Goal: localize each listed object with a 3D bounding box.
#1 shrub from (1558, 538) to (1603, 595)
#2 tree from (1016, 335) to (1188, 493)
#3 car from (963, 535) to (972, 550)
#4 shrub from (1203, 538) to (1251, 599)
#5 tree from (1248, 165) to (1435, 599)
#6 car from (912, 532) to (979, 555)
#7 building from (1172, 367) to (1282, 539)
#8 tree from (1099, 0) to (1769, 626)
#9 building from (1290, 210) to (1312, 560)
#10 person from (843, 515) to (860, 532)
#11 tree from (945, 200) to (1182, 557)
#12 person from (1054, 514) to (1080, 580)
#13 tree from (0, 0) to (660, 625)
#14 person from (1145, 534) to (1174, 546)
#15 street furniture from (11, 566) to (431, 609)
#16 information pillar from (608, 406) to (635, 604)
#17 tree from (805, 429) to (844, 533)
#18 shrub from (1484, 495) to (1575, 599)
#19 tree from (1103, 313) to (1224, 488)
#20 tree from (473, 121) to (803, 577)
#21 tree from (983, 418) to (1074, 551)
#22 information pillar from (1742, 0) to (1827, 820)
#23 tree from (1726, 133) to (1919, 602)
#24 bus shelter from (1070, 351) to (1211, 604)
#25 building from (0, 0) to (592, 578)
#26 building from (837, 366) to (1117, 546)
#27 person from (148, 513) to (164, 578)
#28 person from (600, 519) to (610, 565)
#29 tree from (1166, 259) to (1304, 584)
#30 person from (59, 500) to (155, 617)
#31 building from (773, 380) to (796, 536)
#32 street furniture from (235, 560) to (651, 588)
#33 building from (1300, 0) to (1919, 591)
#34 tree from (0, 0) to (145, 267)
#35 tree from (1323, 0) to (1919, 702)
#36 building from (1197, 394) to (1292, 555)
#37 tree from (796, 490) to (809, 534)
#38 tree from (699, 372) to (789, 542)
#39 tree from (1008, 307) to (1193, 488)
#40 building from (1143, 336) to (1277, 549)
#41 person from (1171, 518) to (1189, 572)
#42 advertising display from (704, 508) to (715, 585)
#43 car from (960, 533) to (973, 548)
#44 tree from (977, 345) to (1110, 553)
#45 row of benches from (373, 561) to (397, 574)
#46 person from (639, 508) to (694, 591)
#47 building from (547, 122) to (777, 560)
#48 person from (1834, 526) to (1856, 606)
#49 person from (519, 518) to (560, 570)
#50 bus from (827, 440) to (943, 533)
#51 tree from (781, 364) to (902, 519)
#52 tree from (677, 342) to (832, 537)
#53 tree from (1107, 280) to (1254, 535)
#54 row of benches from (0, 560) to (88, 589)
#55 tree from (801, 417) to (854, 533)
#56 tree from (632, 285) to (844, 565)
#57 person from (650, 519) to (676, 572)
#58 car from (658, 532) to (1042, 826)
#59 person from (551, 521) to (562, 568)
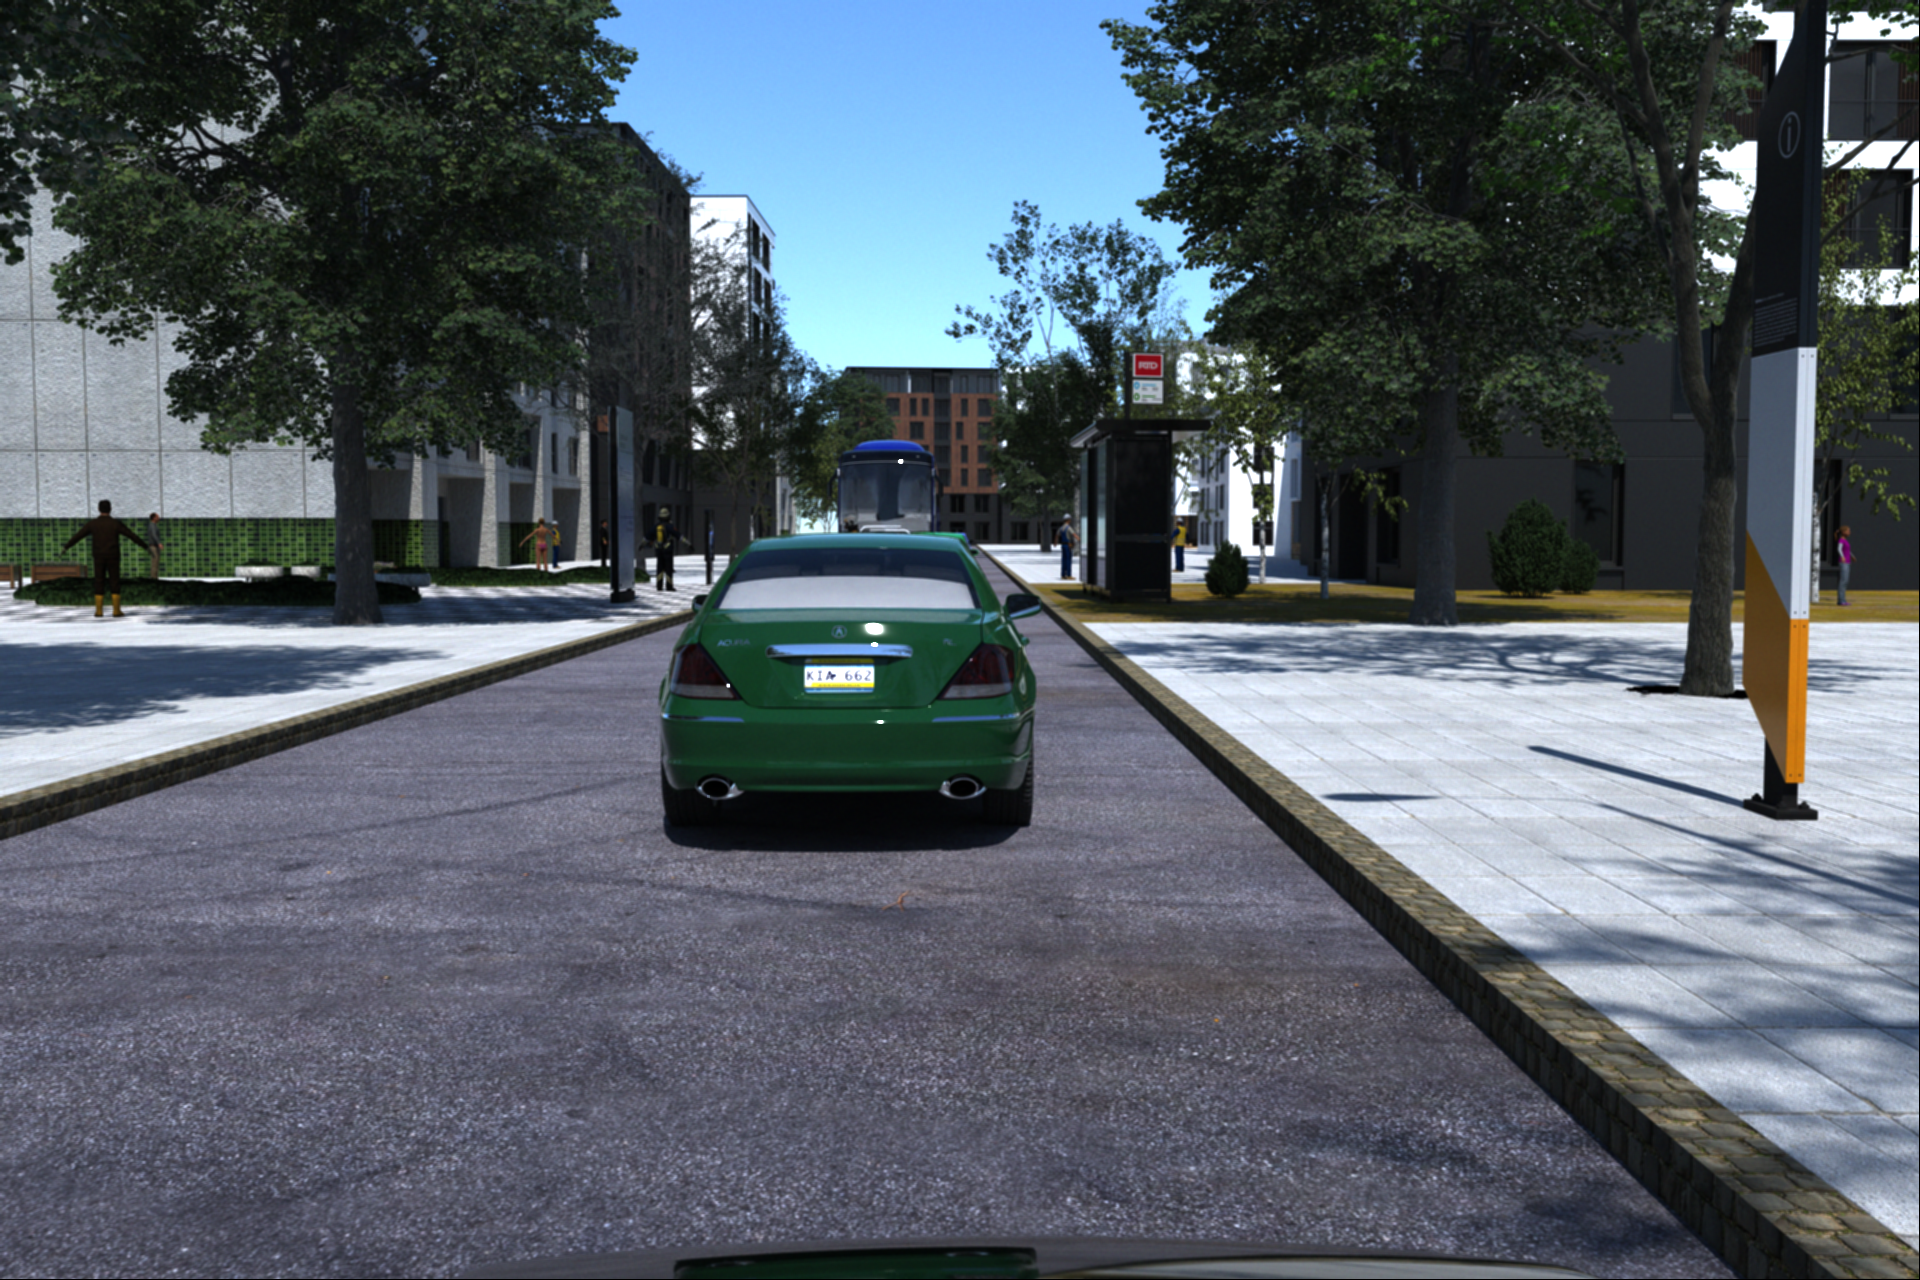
[{"bbox_3d":[13.122,-1.572,36.823,1.383,1.207,1.383,0,3,0],"label":"shrub"},{"bbox_3d":[6.545,-8.935,80.506,8.767,10.594,7.601,1,4,11],"label":"tree"},{"bbox_3d":[-0.345,-4.778,90.123,2.014,1.417,4.499,0,4,-1],"label":"car"},{"bbox_3d":[5.333,-1.434,34.562,1.383,1.207,1.383,0,3,0],"label":"shrub"},{"bbox_3d":[7.292,-5.104,33.808,4.737,8.622,4.395,0,3,0],"label":"tree"},{"bbox_3d":[-0.559,-1.717,36.868,1.959,1.807,4.718,0,4,-1],"label":"car"},{"bbox_3d":[26.175,-20.141,185.727,16.016,20.090,11.380,0,3,0],"label":"building"},{"bbox_3d":[6.791,-7.198,24.342,9.857,13.997,8.962,0,3,0],"label":"tree"},{"bbox_3d":[21.806,-14.058,86.266,16.016,20.090,11.380,0,4,0],"label":"building"},{"bbox_3d":[-2.474,-1.889,39.110,0.705,1.858,1.354,0,4,-6],"label":"person"},{"bbox_3d":[5.808,-14.849,98.663,12.611,20.169,13.585,0,3,0],"label":"tree"},{"bbox_3d":[3.020,-2.612,48.566,0.705,1.847,1.347,-3,4,-36],"label":"person"},{"bbox_3d":[-8.593,-7.200,24.375,9.857,13.997,8.962,0,3,0],"label":"tree"},{"bbox_3d":[6.130,-2.936,54.127,1.347,1.817,0.704,-3,4,-38],"label":"person"},{"bbox_3d":[-14.803,-1.002,32.017,10.072,0.657,5.734,0,3,0],"label":"street furniture"},{"bbox_3d":[-6.378,-2.530,32.675,0.184,3.620,1.656,0,4,-1],"label":"information pillar"},{"bbox_3d":[-9.105,-10.407,120.515,4.360,8.622,3.978,0,3,0],"label":"tree"},{"bbox_3d":[11.379,-1.870,34.617,1.661,2.075,1.752,0,3,0],"label":"shrub"},{"bbox_3d":[6.651,-6.643,58.972,4.737,8.622,4.395,0,3,0],"label":"tree"},{"bbox_3d":[-9.642,-8.635,51.558,12.009,13.543,11.850,0,3,0],"label":"tree"},{"bbox_3d":[5.972,-12.033,131.157,7.601,10.594,8.767,2,4,32],"label":"tree"},{"bbox_3d":[3.754,-1.012,7.902,0.183,3.616,0.504,0,4,1],"label":"information pillar"},{"bbox_3d":[16.057,-4.997,32.066,4.737,8.622,4.395,0,3,0],"label":"tree"},{"bbox_3d":[3.477,-3.561,35.860,2.179,5.291,8.768,0,4,-1],"label":"bus shelter"},{"bbox_3d":[-26.104,-12.213,66.137,16.747,18.905,31.486,0,4,1],"label":"building"},{"bbox_3d":[1.220,-22.978,222.124,32.646,21.610,27.936,0,4,-7],"label":"building"},{"bbox_3d":[-19.540,-2.192,42.104,0.705,1.796,1.348,-2,4,-29],"label":"person"},{"bbox_3d":[-13.190,-3.572,64.343,0.705,1.837,1.347,0,4,-6],"label":"person"},{"bbox_3d":[7.572,-5.751,44.393,4.737,8.622,4.395,0,3,0],"label":"tree"},{"bbox_3d":[-13.190,-1.262,26.772,1.346,1.812,0.704,-1,4,-19],"label":"person"},{"bbox_3d":[-27.527,-19.435,184.217,16.747,18.905,31.486,0,4,1],"label":"building"},{"bbox_3d":[-13.058,-1.721,43.763,10.072,0.657,5.734,0,4,-2],"label":"street furniture"},{"bbox_3d":[24.605,-12.899,54.867,27.936,21.610,32.646,0,3,0],"label":"building"},{"bbox_3d":[-9.076,-6.299,9.650,9.857,13.997,8.962,0,3,0],"label":"tree"},{"bbox_3d":[5.863,-5.356,13.327,9.928,11.665,9.643,0,3,0],"label":"tree"},{"bbox_3d":[20.534,-9.879,103.674,9.099,9.664,28.070,0,4,0],"label":"building"},{"bbox_3d":[-20.218,-16.493,220.019,4.360,8.622,3.978,0,3,0],"label":"tree"},{"bbox_3d":[-8.751,-7.566,74.060,4.360,8.622,3.978,0,3,0],"label":"tree"},{"bbox_3d":[5.895,-8.436,72.337,8.767,10.594,7.601,1,4,16],"label":"tree"},{"bbox_3d":[21.821,-18.919,165.739,16.016,20.090,11.380,0,4,0],"label":"building"},{"bbox_3d":[7.399,-3.217,58.564,0.705,1.833,1.349,3,5,41],"label":"person"},{"bbox_3d":[-6.357,-2.369,43.946,0.123,1.923,0.974,0,4,0],"label":"advertising display"},{"bbox_3d":[-0.238,-5.192,94.487,1.945,1.707,3.694,0,4,1],"label":"car"},{"bbox_3d":[5.981,-12.952,118.416,9.857,13.997,8.962,0,3,0],"label":"tree"},{"bbox_3d":[-12.723,-1.383,38.070,1.422,0.672,4.104,-1,4,-17],"label":"row of benches"},{"bbox_3d":[-6.617,-2.023,38.862,1.354,1.856,0.705,1,4,16],"label":"person"},{"bbox_3d":[-26.779,-15.828,102.762,27.936,21.610,32.646,0,4,1],"label":"building"},{"bbox_3d":[15.903,-1.331,31.029,0.599,1.433,0.991,3,4,37],"label":"person"},{"bbox_3d":[-11.717,-2.542,48.368,1.217,1.733,0.721,-3,4,-38],"label":"person"},{"bbox_3d":[-1.887,-3.520,49.095,2.896,3.916,12.251,0,4,0],"label":"bus"},{"bbox_3d":[-8.908,-13.756,131.565,9.857,13.997,8.962,0,3,0],"label":"tree"},{"bbox_3d":[-9.459,-9.007,81.679,7.601,10.594,8.767,1,4,17],"label":"tree"},{"bbox_3d":[5.892,-6.126,50.519,4.360,8.622,3.978,0,3,0],"label":"tree"},{"bbox_3d":[-22.508,-1.531,40.493,4.104,0.672,1.422,-1,4,-11],"label":"row of benches"},{"bbox_3d":[-8.475,-9.732,109.476,4.737,8.622,4.395,0,3,0],"label":"tree"},{"bbox_3d":[-8.712,-8.032,65.728,8.767,10.594,7.601,0,4,-7],"label":"tree"},{"bbox_3d":[-9.751,-3.164,57.951,1.346,1.802,0.704,-2,4,-31],"label":"person"},{"bbox_3d":[-0.557,0.113,9.950,2.131,1.459,4.920,0,4,-1],"label":"car"},{"bbox_3d":[-15.017,-3.560,64.668,0.721,1.772,1.216,0,4,-4],"label":"person"}]
